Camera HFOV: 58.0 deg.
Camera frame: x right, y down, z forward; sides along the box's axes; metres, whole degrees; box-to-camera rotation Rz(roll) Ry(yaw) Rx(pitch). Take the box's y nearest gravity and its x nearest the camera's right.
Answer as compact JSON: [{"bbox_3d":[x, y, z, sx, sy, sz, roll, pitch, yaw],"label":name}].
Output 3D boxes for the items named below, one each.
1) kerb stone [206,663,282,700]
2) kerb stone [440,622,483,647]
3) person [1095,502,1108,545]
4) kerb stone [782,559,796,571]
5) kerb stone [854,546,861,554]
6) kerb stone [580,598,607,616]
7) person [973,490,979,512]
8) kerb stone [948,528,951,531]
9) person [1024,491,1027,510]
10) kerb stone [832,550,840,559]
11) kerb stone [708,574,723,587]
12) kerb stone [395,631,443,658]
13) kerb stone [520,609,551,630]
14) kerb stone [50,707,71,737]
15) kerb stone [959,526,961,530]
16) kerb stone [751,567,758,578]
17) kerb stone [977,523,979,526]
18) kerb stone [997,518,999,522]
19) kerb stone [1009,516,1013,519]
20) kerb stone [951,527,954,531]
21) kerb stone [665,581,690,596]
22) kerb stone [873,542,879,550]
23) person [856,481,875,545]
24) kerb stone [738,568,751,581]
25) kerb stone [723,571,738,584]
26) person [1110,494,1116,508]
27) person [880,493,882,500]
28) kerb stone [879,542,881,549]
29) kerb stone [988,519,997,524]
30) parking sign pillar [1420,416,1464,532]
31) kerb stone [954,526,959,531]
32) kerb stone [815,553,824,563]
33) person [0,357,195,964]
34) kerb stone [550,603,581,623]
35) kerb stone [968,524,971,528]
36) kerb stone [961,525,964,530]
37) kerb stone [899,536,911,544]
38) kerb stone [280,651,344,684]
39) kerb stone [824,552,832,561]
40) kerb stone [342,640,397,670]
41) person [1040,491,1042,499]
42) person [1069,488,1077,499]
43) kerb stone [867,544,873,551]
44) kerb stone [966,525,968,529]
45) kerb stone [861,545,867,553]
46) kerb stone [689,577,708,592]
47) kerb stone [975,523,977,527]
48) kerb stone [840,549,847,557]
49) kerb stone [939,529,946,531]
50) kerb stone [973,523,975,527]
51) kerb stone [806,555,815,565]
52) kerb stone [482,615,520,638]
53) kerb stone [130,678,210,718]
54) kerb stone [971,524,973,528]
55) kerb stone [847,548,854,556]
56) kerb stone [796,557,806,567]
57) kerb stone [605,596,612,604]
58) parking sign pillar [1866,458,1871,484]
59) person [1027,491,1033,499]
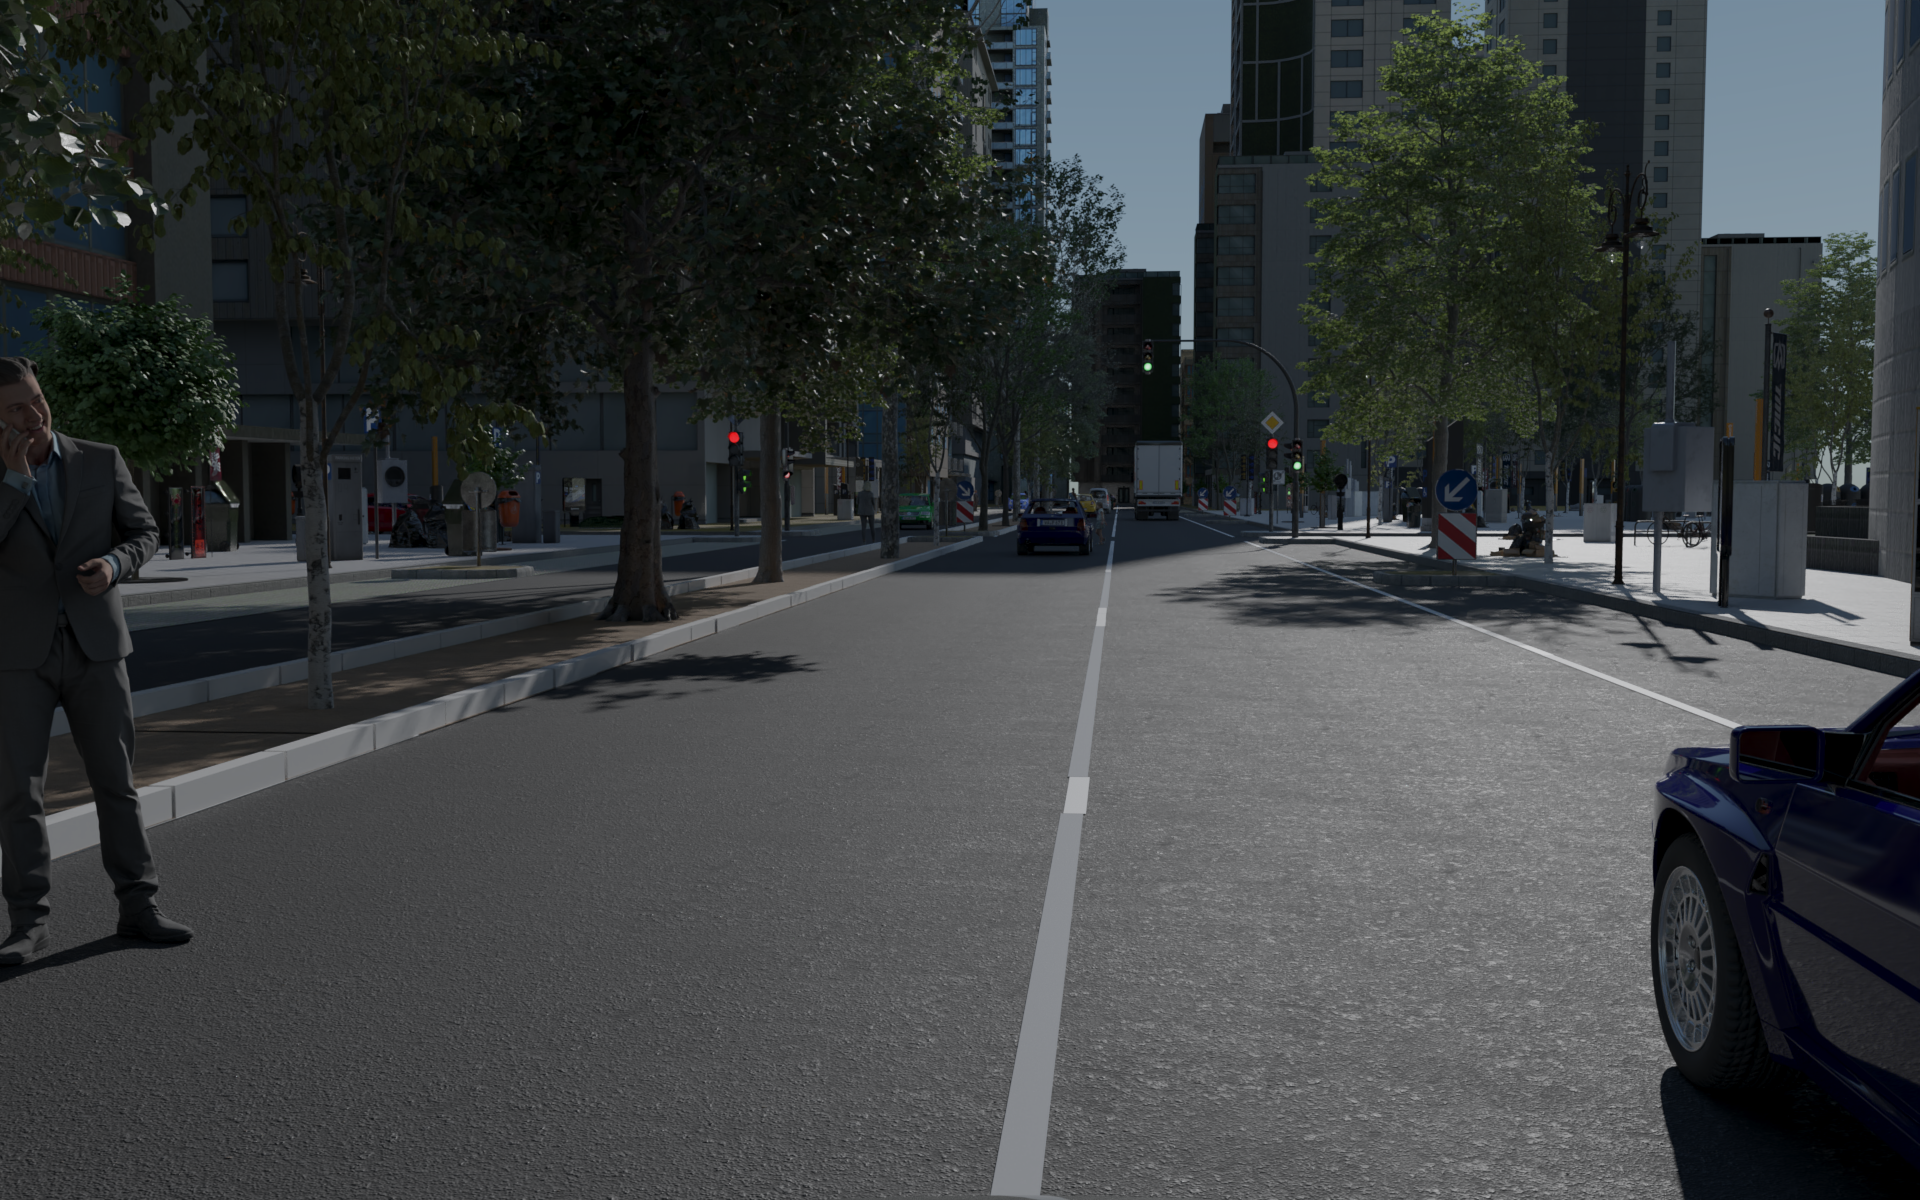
[{"bbox_3d":[-5.184,0.598,12.425,0.120,0.150,1.000,0,4,5],"label":"kerb stone"},{"bbox_3d":[-4.809,0.348,16.505,0.120,0.150,1.000,0,4,5],"label":"kerb stone"},{"bbox_3d":[4.024,-2.167,48.939,0.382,1.210,0.505,0,4,-7],"label":"person"},{"bbox_3d":[-3.303,-0.652,32.858,0.120,0.150,1.000,0,4,5],"label":"kerb stone"},{"bbox_3d":[-2.549,-1.152,41.027,0.120,0.150,1.000,0,4,5],"label":"kerb stone"},{"bbox_3d":[-4.436,0.100,20.582,0.120,0.150,1.000,0,4,5],"label":"kerb stone"},{"bbox_3d":[1.316,-8.014,140.086,0.434,1.755,0.990,2,4,24],"label":"person"},{"bbox_3d":[-0.535,-2.493,62.953,0.120,0.150,1.000,0,4,5],"label":"kerb stone"},{"bbox_3d":[5.822,-9.026,156.752,0.721,1.739,1.217,0,4,-2],"label":"person"},{"bbox_3d":[-2.827,-0.962,37.948,0.120,0.150,1.000,0,4,5],"label":"kerb stone"},{"bbox_3d":[-3.862,-0.276,26.720,0.120,0.150,1.000,0,4,5],"label":"kerb stone"},{"bbox_3d":[-4.901,0.410,15.485,0.120,0.150,1.000,0,4,5],"label":"kerb stone"},{"bbox_3d":[-4.624,0.227,18.541,0.120,0.150,1.000,0,4,5],"label":"kerb stone"},{"bbox_3d":[-5.368,0.723,10.372,0.120,0.150,1.000,0,4,5],"label":"kerb stone"},{"bbox_3d":[-0.153,-2.743,67.046,0.120,0.150,1.000,0,4,5],"label":"kerb stone"},{"bbox_3d":[-3.582,-0.465,29.797,0.120,0.150,1.000,0,4,5],"label":"kerb stone"},{"bbox_3d":[0.597,-3.237,75.221,0.120,0.150,1.000,0,4,5],"label":"kerb stone"},{"bbox_3d":[1.724,-3.993,87.481,0.120,0.150,1.000,0,4,5],"label":"kerb stone"},{"bbox_3d":[3.139,-4.929,102.778,0.120,0.150,1.000,0,4,5],"label":"kerb stone"},{"bbox_3d":[-0.437,-2.555,63.971,0.120,0.150,1.000,0,4,5],"label":"kerb stone"},{"bbox_3d":[-4.058,-0.146,24.664,0.120,0.150,1.000,0,4,5],"label":"kerb stone"},{"bbox_3d":[-2.263,-1.339,44.087,0.120,0.150,1.000,0,4,5],"label":"kerb stone"},{"bbox_3d":[-2.630,-2.438,48.542,0.537,1.800,0.526,1,4,13],"label":"person"},{"bbox_3d":[-3.678,-0.399,28.780,0.120,0.150,1.000,0,4,5],"label":"kerb stone"},{"bbox_3d":[-3.760,-0.339,27.736,0.120,0.150,1.000,0,4,5],"label":"kerb stone"},{"bbox_3d":[15.722,-10.180,178.169,0.697,1.427,0.421,2,4,26],"label":"person"},{"bbox_3d":[-3.480,-4.414,80.939,0.520,1.790,0.573,1,4,14],"label":"person"},{"bbox_3d":[-2.171,-1.401,45.105,0.120,0.150,1.000,0,4,5],"label":"kerb stone"},{"bbox_3d":[1.637,-3.929,86.458,0.120,0.150,1.000,0,4,5],"label":"kerb stone"},{"bbox_3d":[16.631,-4.355,59.675,1.447,3.967,1.447,-1,4,-10],"label":"parking sign pillar"},{"bbox_3d":[-0.250,-2.680,66.022,0.120,0.150,1.000,0,4,5],"label":"kerb stone"},{"bbox_3d":[-3.017,-0.839,35.913,0.120,0.150,1.000,0,4,5],"label":"kerb stone"},{"bbox_3d":[-2.761,0.179,5.373,0.655,1.846,0.447,-2,4,-35],"label":"person"},{"bbox_3d":[-4.520,0.161,19.557,0.120,0.150,1.000,0,4,5],"label":"kerb stone"},{"bbox_3d":[0.228,-2.993,71.135,0.120,0.150,1.000,0,4,5],"label":"kerb stone"},{"bbox_3d":[-0.060,-2.806,68.067,0.120,0.150,1.000,0,4,5],"label":"kerb stone"},{"bbox_3d":[-1.619,-1.776,51.227,0.120,0.150,1.000,0,4,5],"label":"kerb stone"},{"bbox_3d":[-5.084,0.538,13.445,0.120,0.150,1.000,0,4,5],"label":"kerb stone"},{"bbox_3d":[-2.929,-0.901,36.931,0.120,0.150,1.000,0,4,5],"label":"kerb stone"},{"bbox_3d":[-4.988,0.474,14.462,0.120,0.150,1.000,0,4,5],"label":"kerb stone"},{"bbox_3d":[8.027,-10.085,174.208,0.721,1.723,1.217,3,5,42],"label":"person"},{"bbox_3d":[6.727,-5.769,102.909,0.616,1.811,0.778,2,4,29],"label":"person"},{"bbox_3d":[-2.365,-1.276,43.064,0.120,0.150,1.000,0,4,5],"label":"kerb stone"},{"bbox_3d":[0.119,-2.930,70.108,0.120,0.150,1.000,0,4,5],"label":"kerb stone"},{"bbox_3d":[-2.451,-1.214,42.046,0.120,0.150,1.000,0,4,5],"label":"kerb stone"},{"bbox_3d":[-3.956,-0.214,25.688,0.120,0.150,1.000,0,4,5],"label":"kerb stone"},{"bbox_3d":[0.507,-3.179,74.197,0.120,0.150,1.000,0,4,5],"label":"kerb stone"},{"bbox_3d":[-2.747,-1.027,38.983,0.120,0.150,1.000,0,4,5],"label":"kerb stone"},{"bbox_3d":[-0.619,-2.431,61.935,0.120,0.150,1.000,0,4,5],"label":"kerb stone"},{"bbox_3d":[0.415,-3.116,73.178,0.120,0.150,1.000,0,4,5],"label":"kerb stone"},{"bbox_3d":[-3.120,-0.777,34.896,0.120,0.150,1.000,0,4,5],"label":"kerb stone"},{"bbox_3d":[-4.714,0.286,17.522,0.120,0.150,1.000,0,4,5],"label":"kerb stone"},{"bbox_3d":[-5.276,0.661,11.400,0.120,0.150,1.000,0,4,5],"label":"kerb stone"},{"bbox_3d":[0.320,-3.056,72.158,0.120,0.150,1.000,0,4,5],"label":"kerb stone"},{"bbox_3d":[-2.641,-1.088,40.003,0.120,0.150,1.000,0,4,5],"label":"kerb stone"},{"bbox_3d":[-3.203,-0.715,33.878,0.120,0.150,1.000,0,4,5],"label":"kerb stone"},{"bbox_3d":[-4.340,0.039,21.607,0.120,0.150,1.000,0,4,5],"label":"kerb stone"},{"bbox_3d":[65.744,-8.333,124.714,1.447,3.967,1.447,0,4,3],"label":"parking sign pillar"},{"bbox_3d":[8.049,-11.645,198.880,0.705,1.826,1.348,2,4,31],"label":"person"}]
